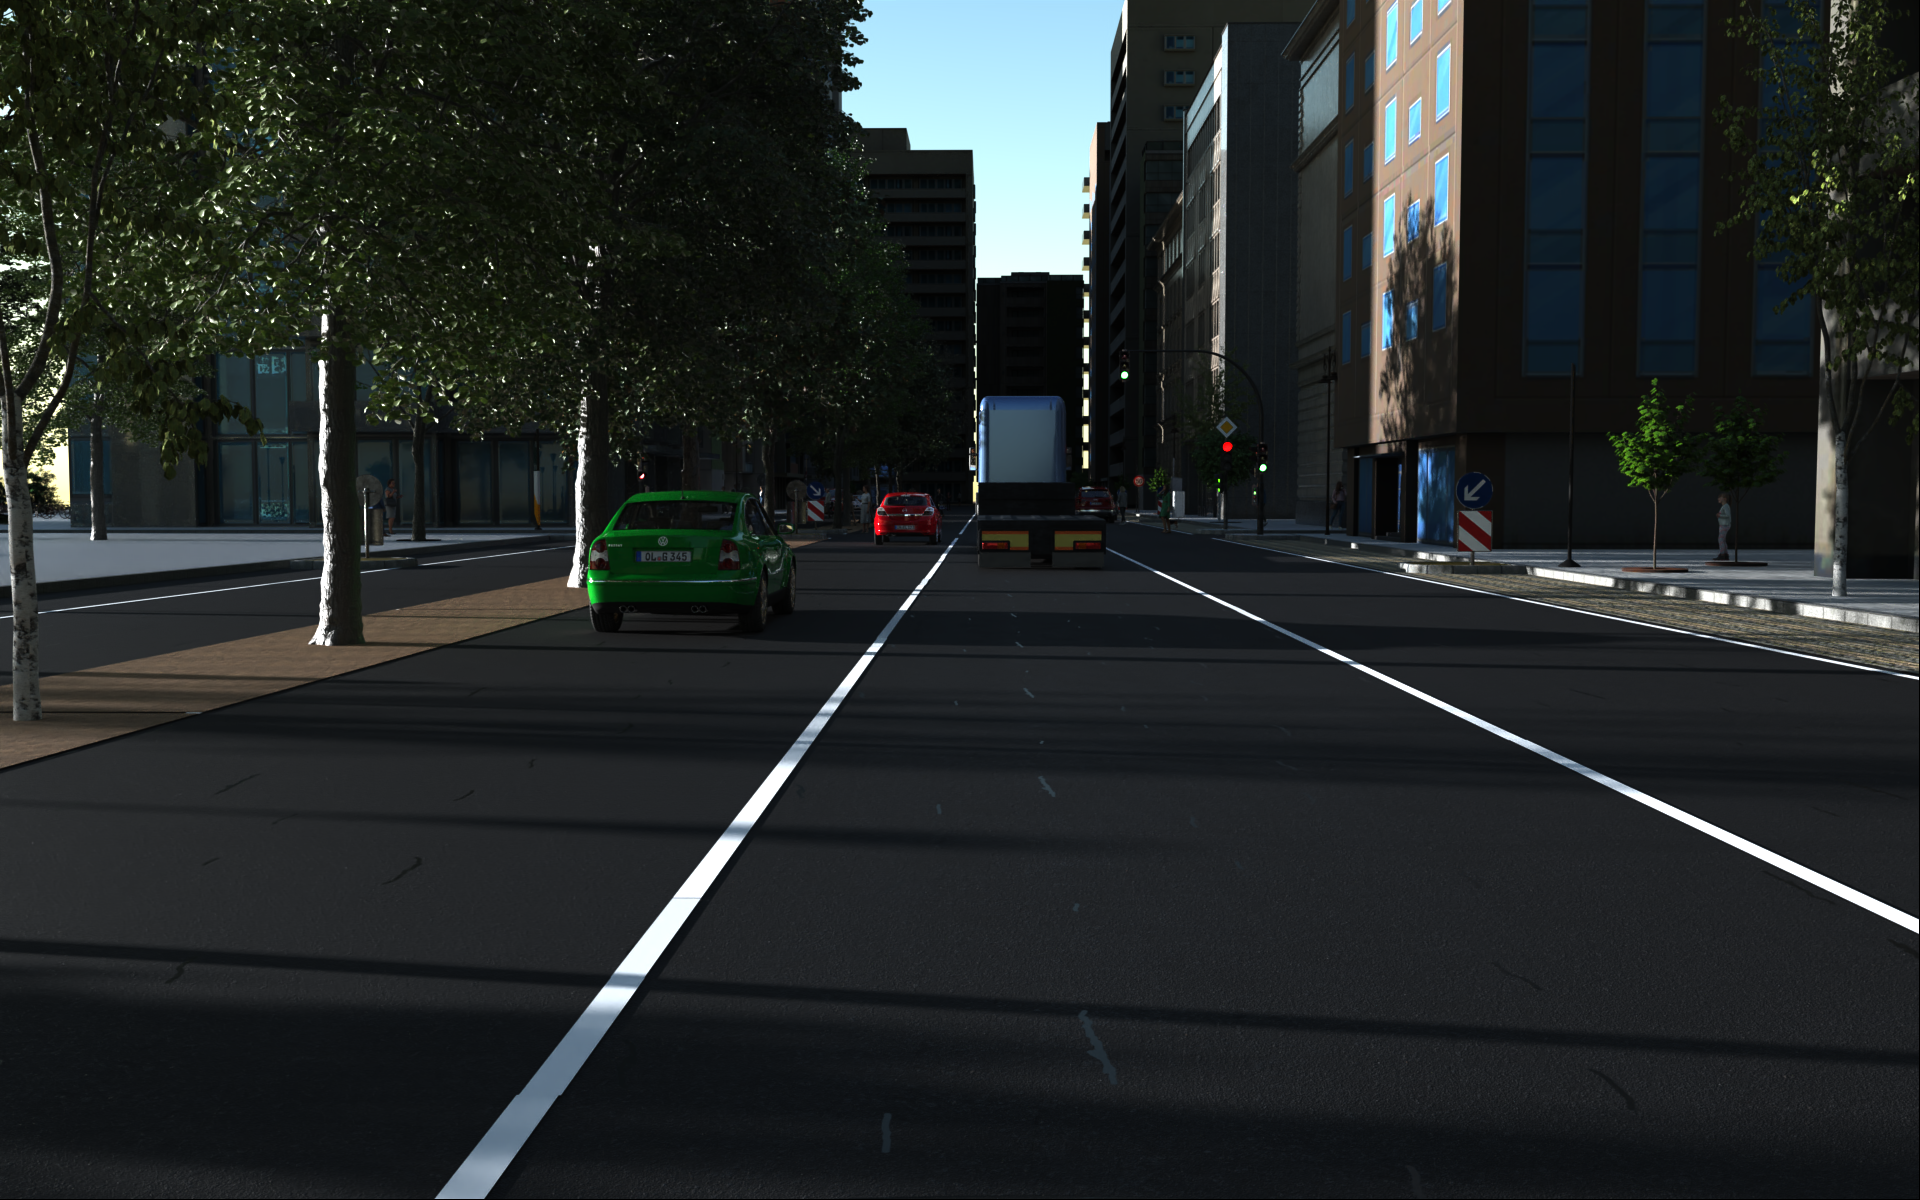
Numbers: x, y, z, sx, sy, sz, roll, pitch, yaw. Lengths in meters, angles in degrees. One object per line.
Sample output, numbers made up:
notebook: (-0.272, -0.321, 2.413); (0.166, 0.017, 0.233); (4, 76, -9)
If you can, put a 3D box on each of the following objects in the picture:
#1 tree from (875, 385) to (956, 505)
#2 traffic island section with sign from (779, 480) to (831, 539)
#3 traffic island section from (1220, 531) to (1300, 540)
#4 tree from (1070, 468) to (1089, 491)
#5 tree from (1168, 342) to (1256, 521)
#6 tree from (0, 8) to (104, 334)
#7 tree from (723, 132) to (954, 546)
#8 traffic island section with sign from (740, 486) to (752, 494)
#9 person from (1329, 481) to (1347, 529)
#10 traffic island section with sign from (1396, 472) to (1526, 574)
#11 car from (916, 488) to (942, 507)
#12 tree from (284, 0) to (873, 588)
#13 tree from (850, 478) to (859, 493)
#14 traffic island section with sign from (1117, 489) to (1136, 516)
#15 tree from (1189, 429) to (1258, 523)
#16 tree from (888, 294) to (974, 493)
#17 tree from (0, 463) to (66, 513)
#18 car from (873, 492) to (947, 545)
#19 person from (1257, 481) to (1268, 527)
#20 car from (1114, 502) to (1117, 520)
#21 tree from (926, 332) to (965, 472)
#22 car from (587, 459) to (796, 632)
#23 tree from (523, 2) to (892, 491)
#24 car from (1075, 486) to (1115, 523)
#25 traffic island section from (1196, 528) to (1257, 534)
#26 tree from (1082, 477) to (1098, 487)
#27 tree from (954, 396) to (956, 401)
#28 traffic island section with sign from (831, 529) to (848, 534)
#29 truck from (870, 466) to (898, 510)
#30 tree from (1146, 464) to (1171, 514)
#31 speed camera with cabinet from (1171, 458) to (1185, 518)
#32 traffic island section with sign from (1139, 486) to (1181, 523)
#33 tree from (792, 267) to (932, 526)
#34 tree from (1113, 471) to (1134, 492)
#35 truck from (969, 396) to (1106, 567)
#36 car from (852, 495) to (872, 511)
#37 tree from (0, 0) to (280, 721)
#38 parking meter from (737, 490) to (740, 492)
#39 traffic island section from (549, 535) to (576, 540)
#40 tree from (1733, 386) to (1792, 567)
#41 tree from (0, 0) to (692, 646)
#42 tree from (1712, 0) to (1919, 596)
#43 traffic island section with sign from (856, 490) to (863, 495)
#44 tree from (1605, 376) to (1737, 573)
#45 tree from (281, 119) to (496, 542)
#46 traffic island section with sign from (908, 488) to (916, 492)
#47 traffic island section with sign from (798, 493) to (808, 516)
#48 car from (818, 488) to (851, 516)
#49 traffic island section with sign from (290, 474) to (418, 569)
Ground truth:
tree: (-4.352, -9.634, 94.391); (8.767, 10.594, 7.601); (0, 4, 1)
traffic island section with sign: (-5.289, -2.882, 55.253); (2.006, 1.907, 1.989); (0, 4, 1)
traffic island section: (9.505, -1.986, 54.758); (2.009, 0.180, 2.903); (0, 4, 1)
tree: (15.197, -14.179, 215.541); (4.285, 4.588, 4.351); (0, 3, 0)
tree: (12.222, -8.111, 82.976); (4.737, 8.622, 4.395); (0, 3, 0)
tree: (-15.056, -5.322, 21.424); (7.601, 10.594, 8.767); (1, 4, 13)
tree: (-5.151, -7.270, 47.076); (9.928, 11.665, 9.643); (0, 3, 0)
traffic island section with sign: (-10.837, -4.837, 87.709); (1.989, 1.847, 2.006); (0, 4, 1)
person: (13.698, -3.442, 62.914); (0.593, 1.750, 0.643); (-1, 4, -12)
traffic island section with sign: (9.113, -1.416, 31.775); (1.989, 1.847, 2.006); (0, 4, 1)
car: (-1.738, -3.735, 70.847); (2.009, 1.686, 4.222); (0, 3, 0)
tree: (-5.688, -7.170, 26.338); (9.857, 13.997, 8.962); (0, 3, 0)
tree: (-11.758, -11.552, 183.478); (1.663, 3.219, 1.824); (0, 3, 0)
traffic island section with sign: (10.539, -6.462, 114.288); (1.989, 1.847, 2.006); (0, 4, 1)
tree: (11.849, -5.740, 77.564); (4.285, 4.588, 4.351); (0, 3, 0)
tree: (-4.216, -11.749, 104.927); (12.009, 13.543, 11.850); (0, 3, 0)
tree: (-68.294, -12.978, 114.005); (13.155, 14.587, 18.604); (0, 4, -6)
car: (-1.478, -2.523, 50.299); (2.155, 1.783, 4.494); (0, 4, 2)
person: (11.698, -3.712, 67.070); (0.444, 1.785, 0.601); (3, 5, 41)
car: (7.703, -5.080, 95.631); (1.945, 1.354, 3.894); (0, 3, 0)
tree: (-4.614, -10.153, 85.468); (9.611, 12.733, 9.660); (0, 3, 0)
car: (-2.890, -0.644, 19.330); (1.959, 1.807, 4.718); (0, 4, 1)
tree: (-5.807, -7.201, 37.203); (9.611, 12.733, 9.660); (0, 3, 0)
car: (6.653, -4.808, 87.279); (2.281, 1.827, 5.304); (0, 4, 0)
traffic island section: (9.643, -2.475, 62.742); (2.009, 0.180, 2.903); (0, 4, 1)
tree: (14.382, -11.949, 189.970); (1.663, 3.219, 1.824); (0, 3, 0)
tree: (-4.739, -8.552, 68.044); (9.928, 11.665, 9.643); (0, 3, 0)
traffic island section with sign: (-5.150, -3.335, 62.659); (2.006, 1.907, 1.989); (0, 4, 1)
truck: (-6.474, -10.337, 158.775); (2.967, 4.110, 18.799); (0, 4, 3)
tree: (12.792, -7.130, 111.175); (1.663, 3.219, 1.824); (0, 3, 0)
speed camera with cabinet: (11.889, -6.120, 94.405); (0.660, 3.252, 2.038); (0, 4, 2)
traffic island section with sign: (10.083, -4.814, 87.337); (1.989, 1.847, 2.006); (0, 4, 1)
tree: (-5.137, -9.555, 76.814); (7.486, 12.596, 7.792); (0, 3, 0)
tree: (13.683, -9.304, 146.725); (1.663, 3.219, 1.824); (0, 3, 0)
truck: (1.649, -3.185, 41.827); (2.967, 4.110, 18.799); (0, 4, 1)
car: (-7.724, -7.301, 131.728); (2.083, 1.381, 4.827); (0, 4, 2)
tree: (-5.853, -3.524, 10.442); (4.737, 8.622, 4.395); (0, 3, 0)
parking meter: (-12.628, -5.572, 99.506); (0.372, 1.533, 0.369); (0, 3, 0)
traffic island section: (-11.733, -2.009, 55.131); (2.009, 0.180, 2.903); (0, 4, 1)
tree: (13.831, -2.229, 31.047); (1.663, 3.219, 1.824); (0, 3, 0)
tree: (-5.990, -5.868, 16.525); (7.486, 12.596, 7.792); (0, 3, 0)
tree: (11.085, -4.340, 21.320); (4.737, 8.622, 4.395); (0, 3, 0)
traffic island section with sign: (-9.501, -9.555, 164.853); (1.989, 1.847, 2.006); (0, 4, 1)
tree: (11.460, -2.088, 28.733); (1.663, 3.219, 1.824); (0, 3, 0)
tree: (-14.620, -7.404, 46.810); (9.928, 11.665, 9.643); (0, 3, 0)
traffic island section with sign: (-3.854, -7.930, 137.786); (2.006, 1.907, 1.989); (0, 4, 1)
traffic island section with sign: (-10.368, -6.487, 114.688); (1.989, 1.847, 2.006); (0, 4, 1)
car: (-7.707, -5.811, 103.676); (2.281, 1.827, 5.304); (0, 4, 2)
traffic island section with sign: (-11.777, -1.547, 33.928); (1.989, 1.847, 2.006); (0, 4, 1)
